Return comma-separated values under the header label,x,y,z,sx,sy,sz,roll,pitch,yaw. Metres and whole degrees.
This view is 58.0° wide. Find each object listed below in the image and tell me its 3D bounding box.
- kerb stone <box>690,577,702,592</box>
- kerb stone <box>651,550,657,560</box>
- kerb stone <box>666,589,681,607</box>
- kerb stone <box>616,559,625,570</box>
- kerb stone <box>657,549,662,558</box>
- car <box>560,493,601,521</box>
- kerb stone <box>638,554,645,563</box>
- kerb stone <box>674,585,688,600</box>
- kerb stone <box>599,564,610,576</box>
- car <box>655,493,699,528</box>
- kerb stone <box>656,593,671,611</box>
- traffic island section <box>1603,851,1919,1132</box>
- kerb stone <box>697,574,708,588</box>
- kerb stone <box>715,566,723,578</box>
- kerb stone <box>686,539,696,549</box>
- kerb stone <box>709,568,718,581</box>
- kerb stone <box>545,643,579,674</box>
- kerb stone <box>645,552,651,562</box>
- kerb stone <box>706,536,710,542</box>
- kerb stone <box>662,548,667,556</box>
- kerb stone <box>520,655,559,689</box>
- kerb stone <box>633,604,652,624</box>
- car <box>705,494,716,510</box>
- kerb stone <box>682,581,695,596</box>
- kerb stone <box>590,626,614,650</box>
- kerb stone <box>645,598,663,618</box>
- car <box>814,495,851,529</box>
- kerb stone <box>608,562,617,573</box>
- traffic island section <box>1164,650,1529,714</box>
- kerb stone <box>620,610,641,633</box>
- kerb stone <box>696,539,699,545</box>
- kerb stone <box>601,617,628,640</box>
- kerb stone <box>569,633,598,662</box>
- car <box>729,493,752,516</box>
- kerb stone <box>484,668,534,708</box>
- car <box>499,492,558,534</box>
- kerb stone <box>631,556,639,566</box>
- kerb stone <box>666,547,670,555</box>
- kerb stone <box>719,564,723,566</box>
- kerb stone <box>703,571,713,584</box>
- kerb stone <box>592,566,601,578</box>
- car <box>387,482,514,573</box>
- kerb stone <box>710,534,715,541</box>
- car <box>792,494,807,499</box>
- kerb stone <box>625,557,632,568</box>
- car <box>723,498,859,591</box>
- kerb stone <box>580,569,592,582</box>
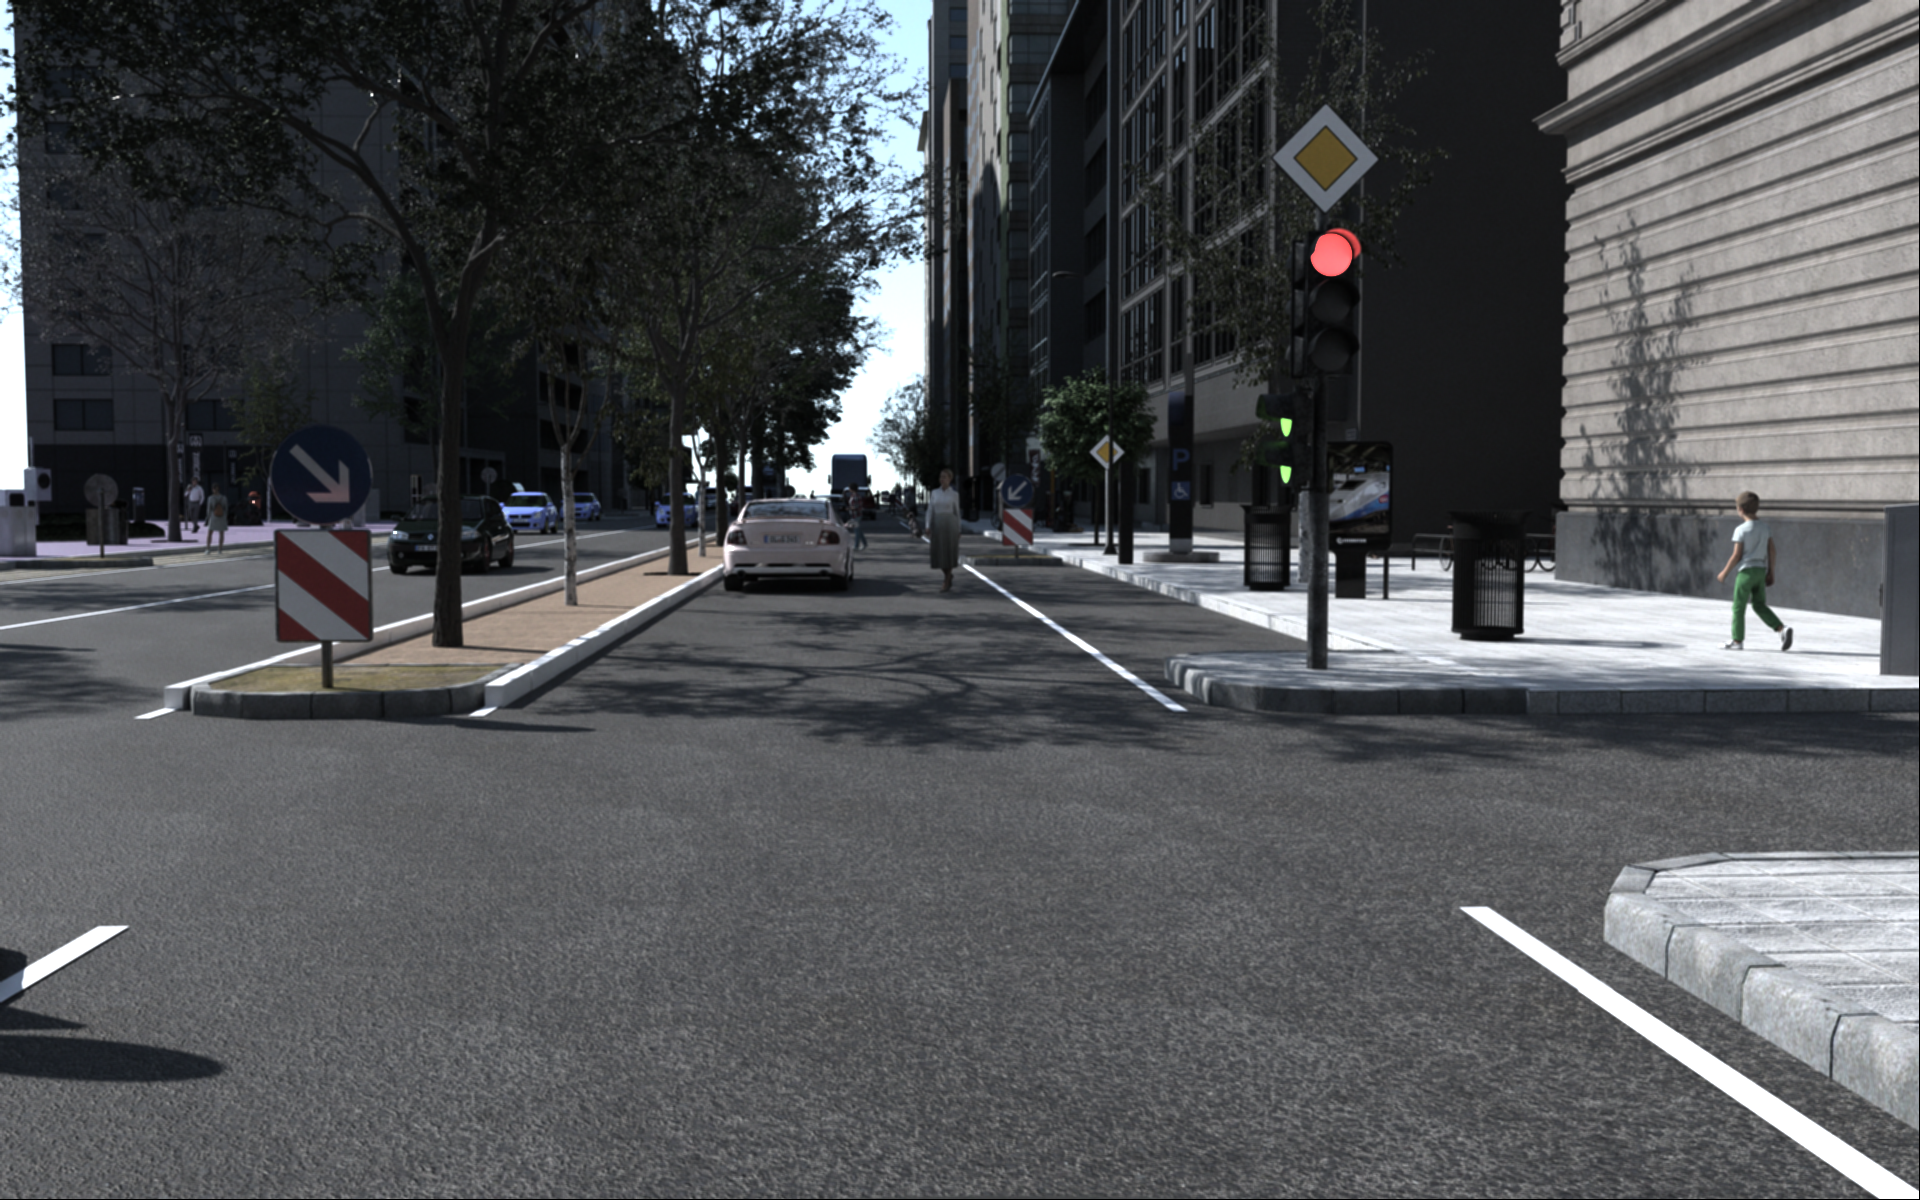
label,x,y,z,sx,sy,sz,roll,pitch,yaw
kerb stone,-3.935,-0.196,25.408,0.120,0.150,1.000,0,4,-3
kerb stone,-6.747,-0.940,37.564,0.120,0.150,1.000,0,4,-3
kerb stone,-3.751,-0.009,22.345,0.120,0.150,1.000,0,4,-3
kerb stone,-6.460,-0.628,32.456,0.120,0.150,1.000,0,4,-3
kerb stone,-6.810,-1.002,38.584,0.120,0.150,1.000,0,4,-3
car,-20.276,-5.070,92.491,1.945,1.707,3.694,0,4,-3
kerb stone,-6.634,-0.815,35.523,0.120,0.150,1.000,0,4,-3
kerb stone,-3.815,-0.072,23.365,0.120,0.150,1.000,0,4,-3
kerb stone,-6.326,-0.503,30.414,0.120,0.150,1.000,0,4,-3
car,-12.080,-3.960,74.335,1.945,1.707,3.694,0,4,-5
kerb stone,-3.699,0.054,21.316,0.120,0.150,1.000,0,4,-3
traffic island section,3.112,1.072,4.754,2.009,0.180,2.903,0,4,-3
kerb stone,-3.991,-0.256,26.429,0.120,0.150,1.000,0,4,-3
kerb stone,-4.178,-0.446,29.492,0.120,0.150,1.000,0,4,-3
kerb stone,-7.295,-1.498,46.751,0.120,0.150,1.000,0,4,-3
kerb stone,-4.118,-0.384,28.469,0.120,0.150,1.000,0,4,-3
kerb stone,-3.276,0.491,14.160,0.120,0.150,1.000,0,4,-3
kerb stone,-6.693,-0.878,36.543,0.120,0.150,1.000,0,4,-3
kerb stone,-7.525,-1.749,50.843,0.120,0.150,1.000,0,4,-3
kerb stone,-6.875,-1.059,39.604,0.120,0.150,1.000,0,4,-3
kerb stone,-3.210,0.554,13.134,0.120,0.150,1.000,0,4,-3
kerb stone,-3.576,0.179,19.264,0.120,0.150,1.000,0,4,-3
car,-19.460,-7.558,135.374,2.131,1.459,4.920,0,4,-3
kerb stone,-3.870,-0.134,24.386,0.120,0.150,1.000,0,4,-3
kerb stone,-3.395,0.376,16.201,0.120,0.150,1.000,0,4,-3
kerb stone,-3.633,0.116,20.293,0.120,0.150,1.000,0,4,-3
car,-5.435,-3.685,72.259,2.014,1.417,4.499,0,4,-3
kerb stone,-6.394,-0.565,31.435,0.120,0.150,1.000,0,4,-3
traffic island section,2.645,0.584,12.725,2.009,0.180,2.903,0,4,-3
kerb stone,-3.508,0.242,18.244,0.120,0.150,1.000,0,4,-3
kerb stone,-7.352,-1.564,47.773,0.120,0.150,1.000,0,4,-3
kerb stone,-3.457,0.304,17.220,0.120,0.150,1.000,0,4,-3
kerb stone,-3.334,0.429,15.180,0.120,0.150,1.000,0,4,-3
car,-14.143,-6.442,114.371,2.155,1.783,4.494,0,4,-2
kerb stone,-3.156,0.617,12.113,0.120,0.150,1.000,0,4,-3
car,-15.576,-3.233,62.457,1.945,1.707,3.694,0,4,-5
kerb stone,-6.566,-0.749,34.500,0.120,0.150,1.000,0,4,-3
kerb stone,-6.934,-1.125,40.626,0.120,0.150,1.000,0,4,-3
kerb stone,-4.234,-0.509,30.516,0.120,0.150,1.000,0,4,-3
kerb stone,-4.057,-0.321,27.448,0.120,0.150,1.000,0,4,-3
kerb stone,-6.275,-0.434,29.388,0.120,0.150,1.000,0,4,-3
car,-9.525,-1.392,32.547,2.009,1.686,4.222,0,4,-5
kerb stone,-7.649,-1.877,52.883,0.120,0.150,1.000,0,4,-3
car,-21.498,-13.652,232.998,2.009,1.686,4.222,0,4,-2
kerb stone,-6.511,-0.687,33.479,0.120,0.150,1.000,0,4,-3
car,-2.628,-0.901,27.089,2.083,1.381,4.827,0,4,-2
kerb stone,-6.211,-0.376,28.368,0.120,0.150,1.000,0,4,-3
